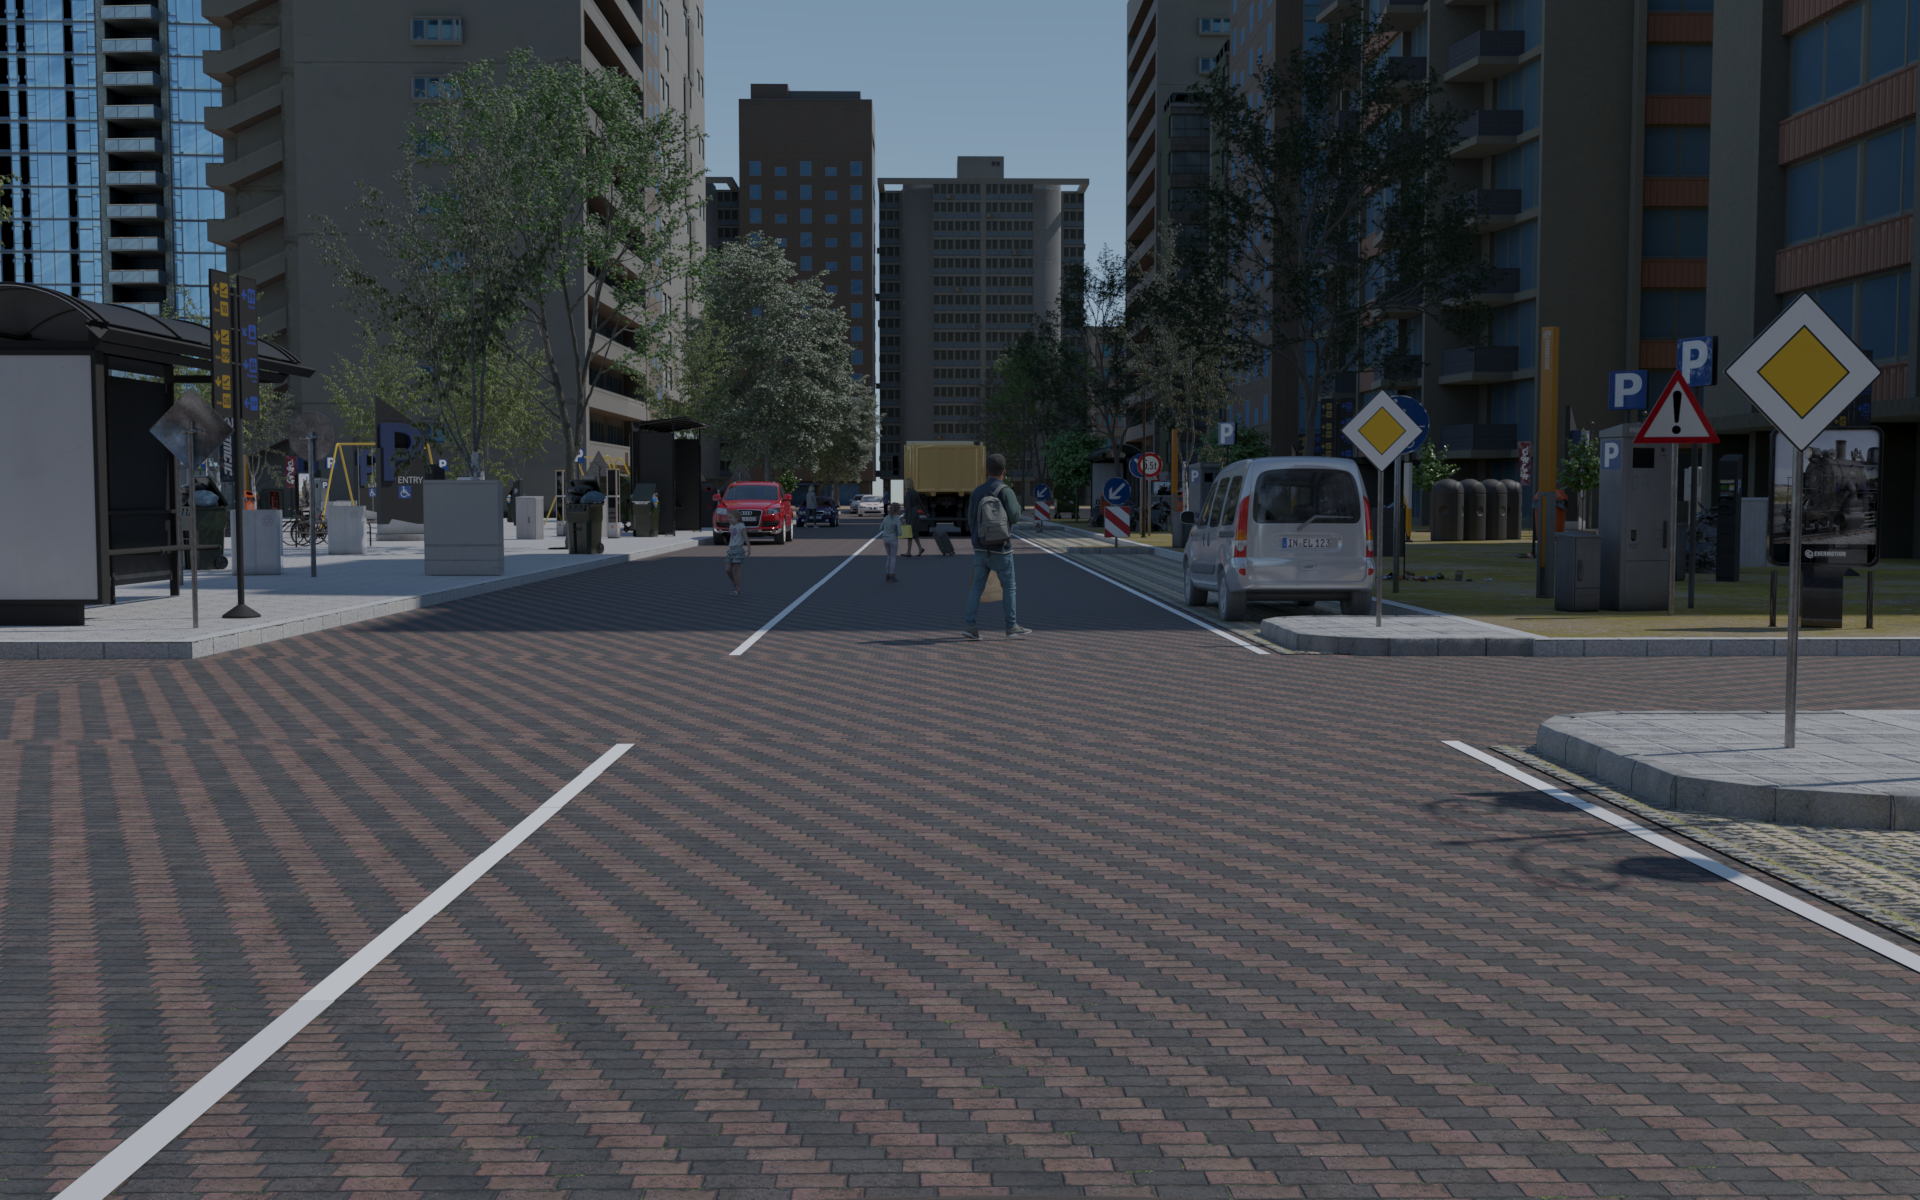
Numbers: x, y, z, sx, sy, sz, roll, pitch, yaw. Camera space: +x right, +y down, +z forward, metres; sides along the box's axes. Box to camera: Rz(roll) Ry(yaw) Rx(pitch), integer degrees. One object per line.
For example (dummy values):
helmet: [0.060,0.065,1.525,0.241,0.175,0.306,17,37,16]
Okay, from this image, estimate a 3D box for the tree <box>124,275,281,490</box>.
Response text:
tree: [-25.181,-6.629,58.747,4.737,8.622,4.395,0,3,0]

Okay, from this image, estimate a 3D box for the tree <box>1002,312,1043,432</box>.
tree: [5.901,-7.899,63.566,8.767,10.594,7.601,0,4,-4]

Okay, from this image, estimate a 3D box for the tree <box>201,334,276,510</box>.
tree: [-30.082,-7.534,73.542,4.360,8.622,3.978,0,3,0]

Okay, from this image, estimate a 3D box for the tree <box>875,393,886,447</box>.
tree: [-11.308,-15.404,158.512,9.857,13.997,8.962,0,3,0]

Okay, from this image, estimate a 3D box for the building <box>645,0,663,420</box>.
building: [-28.607,-28.698,119.317,14.600,45.320,14.200,0,4,-1]

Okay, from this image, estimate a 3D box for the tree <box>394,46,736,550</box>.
tree: [-9.000,-6.986,39.975,9.928,11.665,9.643,0,3,0]

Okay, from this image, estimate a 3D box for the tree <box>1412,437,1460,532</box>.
tree: [15.802,-3.913,58.573,1.663,3.219,1.824,0,3,0]

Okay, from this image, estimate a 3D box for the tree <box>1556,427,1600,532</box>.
tree: [17.913,-3.397,50.142,1.663,3.219,1.824,0,3,0]

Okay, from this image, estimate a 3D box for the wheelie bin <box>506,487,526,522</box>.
wheelie bin: [-20.050,-4.305,78.298,0.693,1.594,0.980,1,4,21]

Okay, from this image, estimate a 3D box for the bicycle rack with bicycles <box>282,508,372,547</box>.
bicycle rack with bicycles: [-15.962,-1.808,42.946,2.925,0.926,2.852,-2,4,-33]

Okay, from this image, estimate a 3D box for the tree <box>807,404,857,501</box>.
tree: [-10.300,-11.407,136.864,4.737,8.622,4.395,0,3,0]

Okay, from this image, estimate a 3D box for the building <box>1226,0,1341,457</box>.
building: [23.567,-27.492,99.613,14.600,45.320,14.200,0,4,-1]

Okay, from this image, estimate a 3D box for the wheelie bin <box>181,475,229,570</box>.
wheelie bin: [-12.884,-1.316,29.432,0.980,1.594,0.693,3,4,36]

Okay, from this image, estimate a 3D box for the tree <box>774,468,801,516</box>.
tree: [-10.323,-6.640,103.160,1.663,3.219,1.824,0,3,0]

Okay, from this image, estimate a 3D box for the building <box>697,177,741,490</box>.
building: [-36.435,-31.125,200.770,23.993,40.220,32.217,0,4,-1]

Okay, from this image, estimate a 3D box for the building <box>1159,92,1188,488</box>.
building: [21.560,-21.807,128.242,14.160,30.474,14.107,0,4,-1]

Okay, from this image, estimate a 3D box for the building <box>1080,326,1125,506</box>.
building: [28.807,-21.750,200.644,28.899,21.520,27.650,0,4,-1]

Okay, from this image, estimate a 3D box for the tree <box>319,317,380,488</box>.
tree: [-23.436,-7.332,70.235,4.737,8.622,4.395,0,3,0]

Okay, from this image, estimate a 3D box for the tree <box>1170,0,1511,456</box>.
tree: [6.743,-5.970,32.017,7.601,10.594,8.767,-1,4,-19]

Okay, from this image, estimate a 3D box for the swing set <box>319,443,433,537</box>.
swing set: [-17.798,-3.393,53.092,3.119,2.851,2.862,0,4,6]

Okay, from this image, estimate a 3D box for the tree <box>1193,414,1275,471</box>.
tree: [11.275,-5.361,71.358,4.285,4.588,4.351,0,3,0]

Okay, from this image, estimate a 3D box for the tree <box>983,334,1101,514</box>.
tree: [5.205,-11.265,109.937,9.928,11.665,9.643,0,3,0]

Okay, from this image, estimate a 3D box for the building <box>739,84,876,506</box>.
building: [-16.608,-33.182,192.640,14.200,45.320,14.600,0,4,-1]

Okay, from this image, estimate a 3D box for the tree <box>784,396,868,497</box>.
tree: [-11.524,-13.066,148.046,7.601,10.594,8.767,-1,4,-23]

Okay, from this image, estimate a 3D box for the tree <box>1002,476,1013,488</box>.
tree: [4.213,-10.508,166.403,1.663,3.219,1.824,0,3,0]

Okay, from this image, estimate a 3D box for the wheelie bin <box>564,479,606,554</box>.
wheelie bin: [-8.017,-1.782,37.050,0.980,1.594,0.693,1,4,18]

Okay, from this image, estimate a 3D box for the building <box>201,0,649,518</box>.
building: [-30.739,-29.210,101.278,21.300,48.544,21.600,0,4,-1]

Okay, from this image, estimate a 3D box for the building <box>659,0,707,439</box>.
building: [-35.538,-33.806,141.962,27.495,52.752,28.713,0,4,-1]

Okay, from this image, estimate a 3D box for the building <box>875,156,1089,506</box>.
building: [2.325,-31.185,201.750,23.993,40.220,32.217,0,4,-1]

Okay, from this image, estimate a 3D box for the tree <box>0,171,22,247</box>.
tree: [-16.233,-4.559,24.901,4.737,8.622,4.395,0,3,0]

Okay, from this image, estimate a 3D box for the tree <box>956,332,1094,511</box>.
tree: [4.838,-13.418,129.757,12.009,13.543,11.850,0,3,0]

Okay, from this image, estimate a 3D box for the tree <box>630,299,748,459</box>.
tree: [-10.060,-6.979,64.467,4.737,8.622,4.395,0,3,0]

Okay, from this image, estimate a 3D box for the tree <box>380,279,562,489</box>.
tree: [-15.736,-6.527,57.080,4.737,8.622,4.395,0,3,0]

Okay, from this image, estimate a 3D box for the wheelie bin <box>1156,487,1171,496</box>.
wheelie bin: [8.798,-4.072,74.485,0.693,1.594,0.980,2,4,28]

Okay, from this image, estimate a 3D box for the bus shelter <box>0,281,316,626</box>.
bus shelter: [-9.145,-1.552,19.305,2.014,3.302,5.546,0,4,-1]

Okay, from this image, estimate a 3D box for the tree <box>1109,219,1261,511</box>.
tree: [6.038,-5.857,46.126,4.360,8.622,3.978,0,3,0]

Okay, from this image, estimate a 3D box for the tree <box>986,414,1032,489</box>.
tree: [4.203,-12.394,153.011,4.737,8.622,4.395,0,3,0]

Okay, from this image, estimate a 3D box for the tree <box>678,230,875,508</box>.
tree: [-9.168,-10.833,83.773,9.857,13.997,8.962,0,3,0]

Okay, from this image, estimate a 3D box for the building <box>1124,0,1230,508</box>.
building: [25.767,-31.935,145.840,21.300,48.544,21.600,0,4,-1]

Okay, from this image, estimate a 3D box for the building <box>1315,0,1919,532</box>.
building: [28.163,-25.851,77.294,22.147,44.769,28.867,0,4,-1]

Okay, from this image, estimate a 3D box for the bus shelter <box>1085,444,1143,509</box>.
bus shelter: [6.487,-4.803,72.452,2.014,3.302,5.546,0,4,-1]

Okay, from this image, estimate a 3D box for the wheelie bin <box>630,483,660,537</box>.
wheelie bin: [-9.386,-2.679,51.708,0.980,1.594,0.693,1,4,18]

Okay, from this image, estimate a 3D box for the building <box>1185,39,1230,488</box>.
building: [23.219,-20.947,114.189,14.160,30.474,14.107,0,4,-1]

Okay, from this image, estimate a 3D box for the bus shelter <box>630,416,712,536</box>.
bus shelter: [-9.196,-3.927,55.484,1.731,3.624,6.357,0,4,-1]

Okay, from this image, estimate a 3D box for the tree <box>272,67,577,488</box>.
tree: [-8.581,-4.851,29.680,4.360,8.622,3.978,0,3,0]

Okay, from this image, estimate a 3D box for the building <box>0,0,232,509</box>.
building: [-65.866,-50.751,142.444,31.000,86.520,22.319,0,4,-1]

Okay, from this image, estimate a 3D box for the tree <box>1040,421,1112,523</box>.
tree: [5.195,-5.767,77.999,4.285,4.588,4.351,0,3,0]

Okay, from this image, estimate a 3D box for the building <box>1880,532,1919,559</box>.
building: [31.284,-23.380,36.886,28.867,44.769,22.147,0,4,-1]
